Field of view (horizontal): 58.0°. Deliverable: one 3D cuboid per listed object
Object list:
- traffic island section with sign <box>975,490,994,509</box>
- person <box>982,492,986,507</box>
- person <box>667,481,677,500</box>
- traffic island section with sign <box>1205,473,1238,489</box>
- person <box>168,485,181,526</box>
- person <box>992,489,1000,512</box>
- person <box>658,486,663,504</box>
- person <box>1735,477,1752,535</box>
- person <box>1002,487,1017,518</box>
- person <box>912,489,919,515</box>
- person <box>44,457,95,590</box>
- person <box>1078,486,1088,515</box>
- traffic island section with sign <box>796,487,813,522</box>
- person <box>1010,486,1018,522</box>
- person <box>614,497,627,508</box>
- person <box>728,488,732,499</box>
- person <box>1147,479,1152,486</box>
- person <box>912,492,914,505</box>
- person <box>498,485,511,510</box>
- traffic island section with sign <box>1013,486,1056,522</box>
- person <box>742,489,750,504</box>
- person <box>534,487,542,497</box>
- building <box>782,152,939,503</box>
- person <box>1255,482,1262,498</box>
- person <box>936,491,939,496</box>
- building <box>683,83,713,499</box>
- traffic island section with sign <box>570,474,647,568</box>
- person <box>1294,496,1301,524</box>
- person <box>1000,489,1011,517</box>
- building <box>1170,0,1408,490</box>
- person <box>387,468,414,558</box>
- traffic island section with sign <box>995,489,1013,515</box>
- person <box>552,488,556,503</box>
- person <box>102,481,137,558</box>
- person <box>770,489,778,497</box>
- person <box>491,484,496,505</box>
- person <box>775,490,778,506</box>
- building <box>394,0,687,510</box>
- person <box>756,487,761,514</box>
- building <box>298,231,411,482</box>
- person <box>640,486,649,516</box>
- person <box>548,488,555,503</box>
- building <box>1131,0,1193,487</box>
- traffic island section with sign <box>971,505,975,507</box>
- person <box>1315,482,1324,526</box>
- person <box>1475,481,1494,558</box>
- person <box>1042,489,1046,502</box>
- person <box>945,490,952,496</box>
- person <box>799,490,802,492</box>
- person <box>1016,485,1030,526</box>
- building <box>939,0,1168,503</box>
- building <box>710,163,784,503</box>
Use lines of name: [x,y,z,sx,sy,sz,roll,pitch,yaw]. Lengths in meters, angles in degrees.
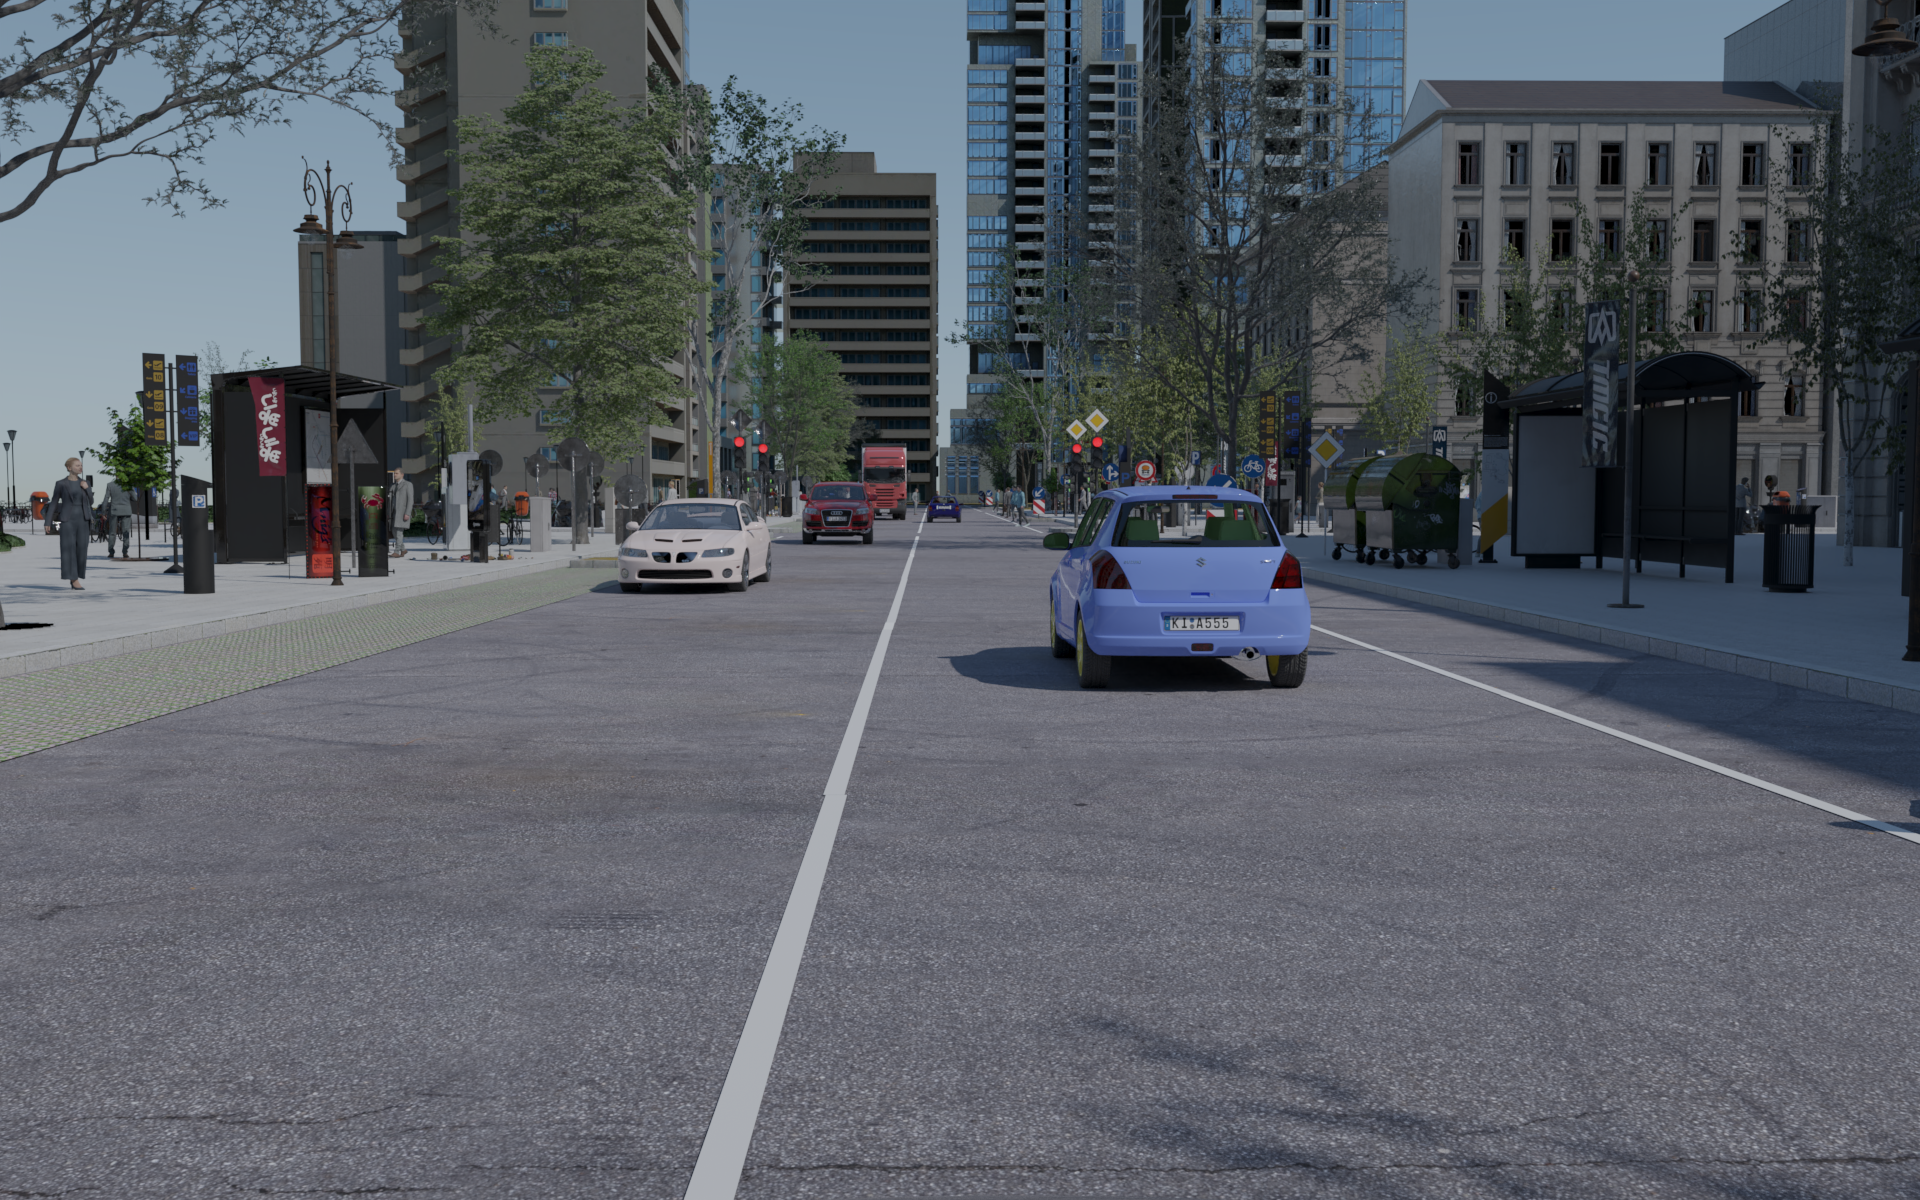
traffic island section with sign: [2.704,-9.698,167.188,1.989,1.847,2.006,0,4,-1]
person: [2.615,-10.968,189.294,0.415,1.643,0.593,-1,4,-11]
person: [-11.221,-3.735,67.463,0.624,1.780,0.694,3,4,38]
traffic island section with sign: [4.913,-1.560,34.128,1.989,1.847,2.006,0,4,-1]
person: [-31.267,-3.821,68.934,0.576,1.772,0.534,0,4,3]
person: [2.829,-7.744,135.132,0.620,1.820,0.660,-1,4,-22]
person: [-20.675,-6.957,119.695,0.656,1.842,0.836,2,4,33]
person: [24.273,-2.913,53.851,0.473,1.802,0.592,-1,4,-18]
person: [2.954,-5.780,102.963,0.822,1.834,0.622,3,5,44]
person: [-3.064,-6.769,119.279,0.391,1.810,0.635,1,4,16]
person: [-11.916,-1.024,23.214,0.534,1.772,0.576,1,4,23]
person: [7.427,-5.985,104.175,0.850,1.792,0.678,0,4,-7]
traffic island section with sign: [-7.434,-4.968,89.858,1.989,1.847,2.006,0,4,-1]
person: [2.841,-4.878,88.110,0.638,1.841,0.748,-2,4,-33]
person: [-10.782,-2.950,55.286,0.522,1.701,0.512,0,4,1]
person: [-22.603,-9.993,169.296,0.709,1.838,0.599,-3,5,-40]
person: [7.312,-3.729,66.366,0.648,1.900,0.474,-1,4,-8]
person: [-5.879,-12.698,216.915,0.445,1.727,0.742,-3,5,-43]
person: [-28.743,-6.310,109.177,0.822,1.834,0.622,0,4,6]
traffic island section with sign: [3.964,-5.002,90.413,1.989,1.847,2.006,0,4,-1]
person: [-10.744,-4.898,86.307,0.537,1.800,0.526,-1,4,-11]
person: [-26.211,-6.174,107.533,0.519,1.759,0.362,1,4,11]
building: [-13.896,-38.172,247.820,21.600,48.544,21.300,0,4,-1]
person: [13.035,-4.288,76.334,0.511,1.800,0.466,1,4,12]
person: [-2.085,-9.570,165.523,0.434,1.755,0.990,0,4,-5]
building: [-31.898,-29.622,167.917,14.154,41.232,14.086,0,4,-1]
traffic island section with sign: [-6.525,-1.563,34.179,1.989,1.847,2.006,0,4,-1]
person: [14.648,-3.911,75.001,0.382,1.210,0.505,2,4,25]
person: [2.941,-6.209,110.408,0.661,1.777,0.834,-3,5,-43]
building: [29.779,-52.094,164.413,22.319,86.520,31.000,0,4,-1]
person: [-11.337,-1.758,34.883,0.694,1.812,0.767,2,4,25]
traffic island section with sign: [3.511,-6.687,117.962,1.989,1.847,2.006,0,4,-1]
person: [-30.615,-7.585,130.887,0.643,1.720,0.563,-2,4,-28]
person: [-17.009,-1.763,35.048,0.661,1.801,0.590,-2,4,-33]
person: [-17.290,-9.368,159.176,1.348,1.831,0.705,0,4,3]
person: [-25.271,-5.381,94.045,0.620,1.820,0.660,-1,4,-12]
person: [-19.101,-10.631,180.580,1.217,1.735,0.721,2,4,27]
building: [-36.017,-32.178,149.814,21.300,48.544,21.600,0,4,-1]
person: [-13.288,-6.490,112.820,0.598,1.740,0.731,0,4,-1]
building: [-64.515,-25.832,194.060,14.107,30.474,14.160,0,4,-1]
person: [-15.397,-4.772,84.243,0.526,1.800,0.537,-2,4,-32]
person: [-28.881,-7.037,121.931,0.643,1.720,0.563,-1,4,-9]
building: [29.224,-46.017,190.632,20.563,71.187,20.611,0,4,-1]
traffic island section with sign: [2.256,-11.346,194.140,1.989,1.847,2.006,0,4,-1]
person: [14.356,-3.823,69.105,0.362,1.759,0.519,2,4,26]
person: [10.602,-1.658,34.960,0.330,1.601,0.589,0,4,5]
person: [6.298,-7.628,130.563,0.447,1.846,0.655,-2,4,-24]
person: [-1.090,-9.801,168.831,1.350,1.814,0.705,3,5,39]
person: [-16.695,-10.603,180.192,0.721,1.735,1.217,1,4,20]
person: [2.767,-4.170,76.706,0.620,1.820,0.660,-1,4,-21]
building: [12.549,-57.123,246.625,31.000,86.520,22.319,0,4,-1]
building: [-40.330,-38.431,247.958,30.456,49.044,23.786,0,4,-1]
